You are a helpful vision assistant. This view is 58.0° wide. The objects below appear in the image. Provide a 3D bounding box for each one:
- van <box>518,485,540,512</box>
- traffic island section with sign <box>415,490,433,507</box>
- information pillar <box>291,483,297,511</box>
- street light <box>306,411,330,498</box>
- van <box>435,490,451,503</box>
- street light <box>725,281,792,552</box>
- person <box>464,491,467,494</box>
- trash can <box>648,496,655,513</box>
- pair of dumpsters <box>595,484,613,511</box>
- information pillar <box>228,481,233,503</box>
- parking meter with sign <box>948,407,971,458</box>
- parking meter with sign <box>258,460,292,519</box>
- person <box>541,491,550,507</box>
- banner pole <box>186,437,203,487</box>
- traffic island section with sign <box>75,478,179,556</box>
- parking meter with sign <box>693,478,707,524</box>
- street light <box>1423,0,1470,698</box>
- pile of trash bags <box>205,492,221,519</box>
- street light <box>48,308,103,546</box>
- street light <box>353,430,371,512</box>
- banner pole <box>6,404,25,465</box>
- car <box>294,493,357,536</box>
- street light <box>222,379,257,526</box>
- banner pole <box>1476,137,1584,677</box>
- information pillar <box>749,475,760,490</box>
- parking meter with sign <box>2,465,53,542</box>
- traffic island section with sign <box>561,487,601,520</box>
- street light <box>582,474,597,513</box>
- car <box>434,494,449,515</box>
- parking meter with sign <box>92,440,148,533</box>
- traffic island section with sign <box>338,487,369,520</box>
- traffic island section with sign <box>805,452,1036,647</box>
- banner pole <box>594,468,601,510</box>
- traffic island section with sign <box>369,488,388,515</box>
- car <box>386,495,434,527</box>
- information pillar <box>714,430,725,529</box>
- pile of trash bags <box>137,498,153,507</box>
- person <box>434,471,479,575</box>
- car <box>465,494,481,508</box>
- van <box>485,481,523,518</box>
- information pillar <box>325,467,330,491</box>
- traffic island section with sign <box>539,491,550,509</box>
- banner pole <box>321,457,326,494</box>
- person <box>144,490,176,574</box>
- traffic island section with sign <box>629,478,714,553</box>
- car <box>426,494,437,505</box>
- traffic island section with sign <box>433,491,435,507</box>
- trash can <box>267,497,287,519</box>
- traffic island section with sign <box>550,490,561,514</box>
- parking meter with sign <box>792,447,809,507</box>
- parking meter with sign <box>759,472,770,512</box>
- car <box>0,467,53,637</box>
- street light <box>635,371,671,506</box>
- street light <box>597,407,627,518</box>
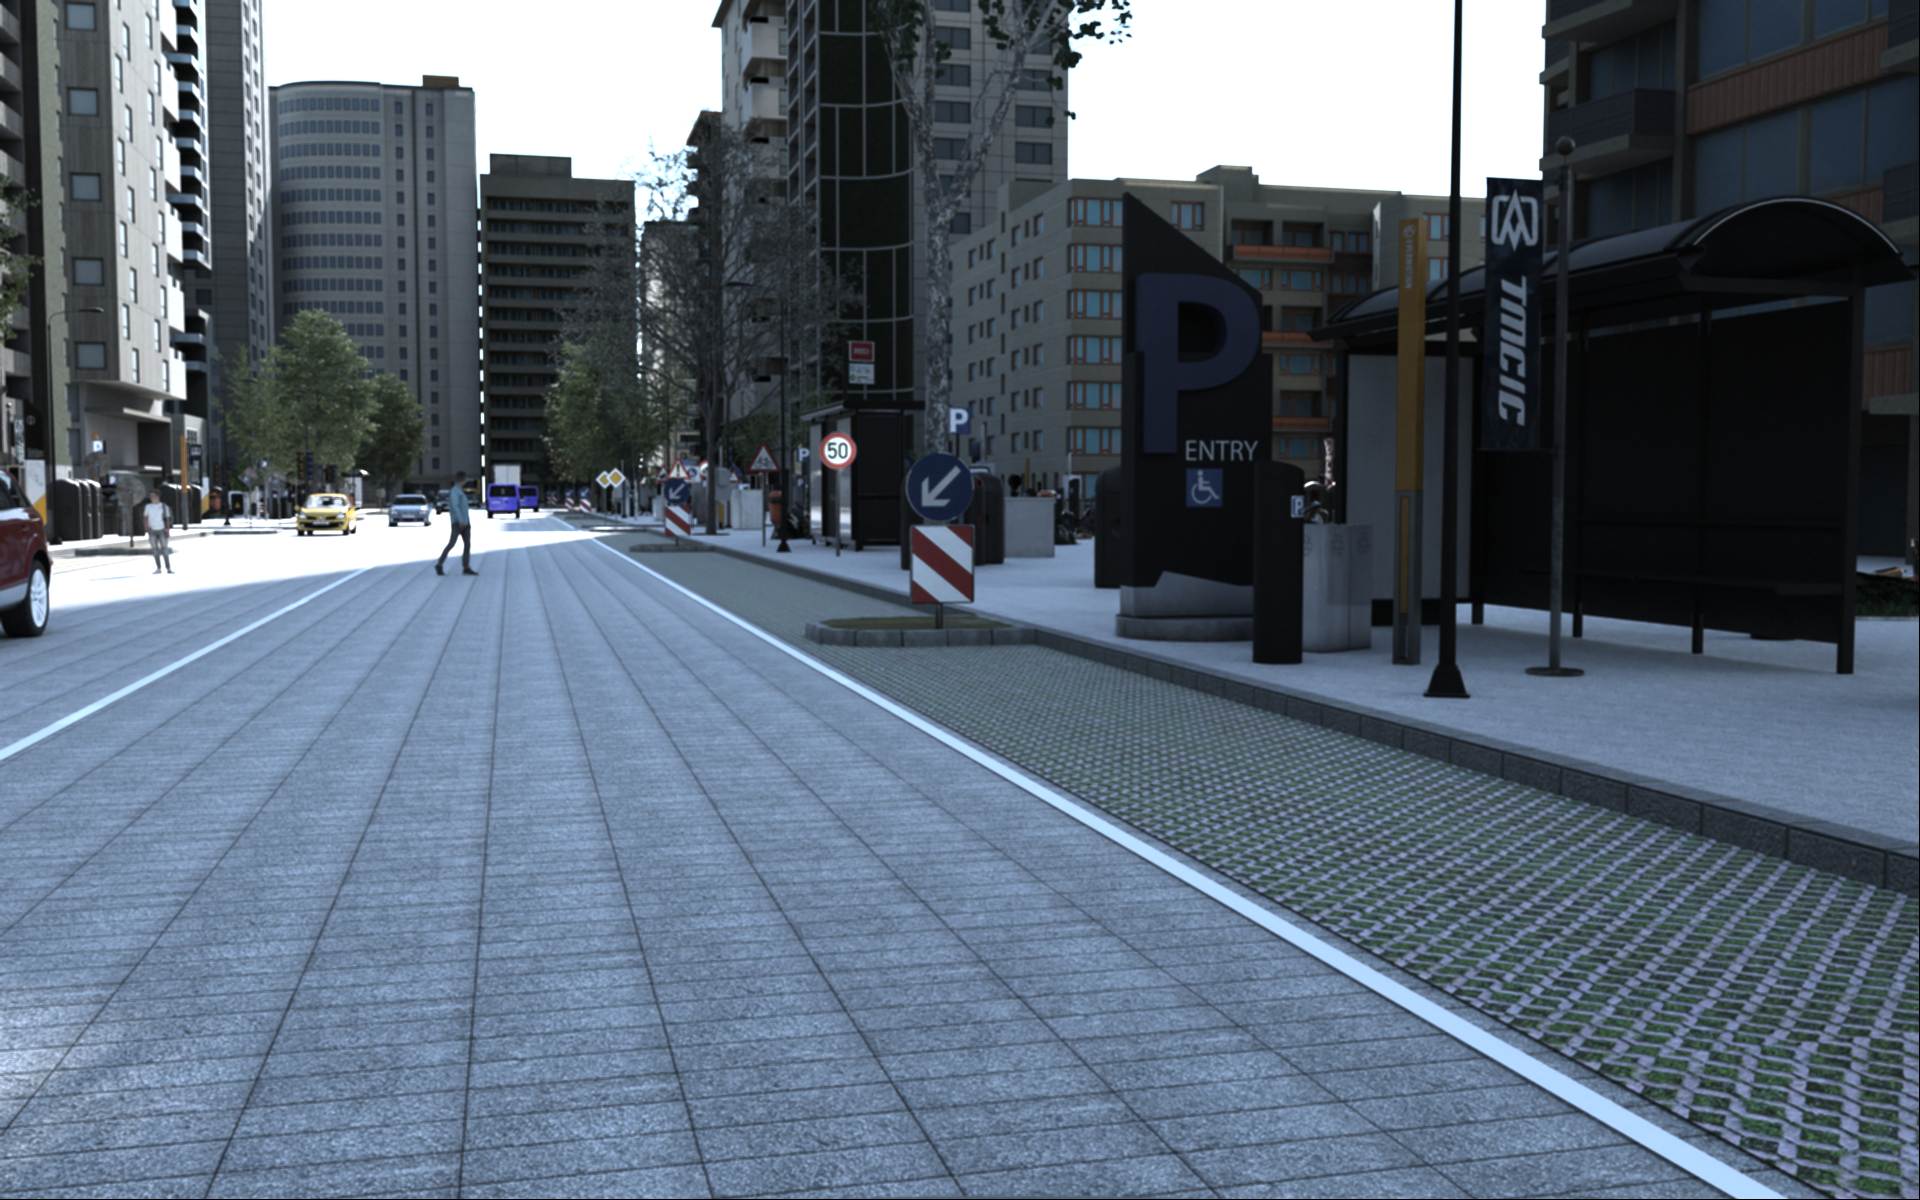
[{"bbox_3d":[-34.698,-8.191,138.299,2.240,2.365,5.245,-1,4,-16],"label":"van"},{"bbox_3d":[-52.808,-9.822,169.218,1.989,1.847,2.006,-1,4,-14],"label":"traffic island section with sign"},{"bbox_3d":[-46.032,-7.049,119.747,0.304,2.012,0.304,-1,4,-16],"label":"information pillar"},{"bbox_3d":[-36.061,-7.626,97.227,1.470,5.913,1.316,-1,4,-14],"label":"street light"},{"bbox_3d":[-50.769,-10.018,170.801,2.013,2.044,4.112,-1,4,-16],"label":"van"},{"bbox_3d":[-4.427,-4.006,38.039,1.470,5.913,1.316,-1,4,-14],"label":"street light"},{"bbox_3d":[-55.078,-11.287,193.184,0.705,1.807,1.348,3,4,36],"label":"person"},{"bbox_3d":[-20.351,-6.315,114.896,0.748,1.137,0.748,0,3,0],"label":"trash can"},{"bbox_3d":[-26.381,-7.759,129.351,1.574,2.255,4.437,-1,4,-14],"label":"pair of dumpsters"},{"bbox_3d":[-40.755,-5.641,96.727,0.304,2.012,0.304,-1,4,-16],"label":"information pillar"},{"bbox_3d":[-0.379,-2.397,35.459,0.543,3.016,1.738,-2,4,-24],"label":"parking meter with sign"},{"bbox_3d":[-35.014,-5.651,88.661,1.738,3.016,0.543,1,4,21],"label":"parking meter with sign"},{"bbox_3d":[-45.167,-11.003,189.115,1.217,1.743,0.721,-3,5,-42],"label":"person"},{"bbox_3d":[-33.937,-5.296,76.614,0.863,3.779,0.401,-2,4,-33],"label":"banner pole"},{"bbox_3d":[-19.715,-1.986,41.107,1.989,1.847,2.006,-1,4,-14],"label":"traffic island section with sign"},{"bbox_3d":[-10.795,-4.762,74.114,0.543,3.016,1.738,1,4,11],"label":"parking meter with sign"},{"bbox_3d":[2.575,-2.336,10.728,1.470,5.913,1.316,-1,4,-14],"label":"street light"},{"bbox_3d":[-39.300,-4.865,89.294,1.912,1.369,3.447,1,4,12],"label":"pile of trash bags"},{"bbox_3d":[-22.086,-4.326,43.265,1.470,5.913,1.316,-1,4,-14],"label":"street light"},{"bbox_3d":[-43.103,-9.307,124.716,1.470,5.913,1.316,-1,4,-14],"label":"street light"},{"bbox_3d":[-26.265,-3.562,48.259,0.401,3.779,0.863,1,4,19],"label":"banner pole"},{"bbox_3d":[-22.175,-3.085,60.671,2.015,1.641,3.980,-1,4,-14],"label":"car"},{"bbox_3d":[-29.079,-5.957,69.933,1.470,5.913,1.316,-1,4,-14],"label":"street light"},{"bbox_3d":[4.019,-1.356,12.180,0.863,3.779,0.401,-1,4,-16],"label":"banner pole"},{"bbox_3d":[-7.751,-3.727,65.421,0.304,2.012,0.304,1,4,19],"label":"information pillar"},{"bbox_3d":[-25.083,-3.037,45.912,1.738,3.016,0.543,-1,4,-22],"label":"parking meter with sign"},{"bbox_3d":[-21.287,-5.445,97.647,1.989,1.847,2.006,-1,4,-14],"label":"traffic island section with sign"},{"bbox_3d":[-25.450,-8.966,119.142,1.470,5.913,1.316,-1,4,-14],"label":"street light"},{"bbox_3d":[-35.474,-6.756,120.247,2.009,1.686,4.222,-1,4,-14],"label":"car"},{"bbox_3d":[-27.484,-3.705,56.845,0.543,3.016,1.738,2,4,27],"label":"parking meter with sign"},{"bbox_3d":[-33.410,-5.228,94.112,1.989,1.847,2.006,-1,4,-14],"label":"traffic island section with sign"},{"bbox_3d":[-0.475,-0.516,17.066,1.989,1.847,2.006,-1,4,-14],"label":"traffic island section with sign"},{"bbox_3d":[-29.609,-9.309,142.211,0.863,3.779,0.401,0,4,-6],"label":"banner pole"},{"bbox_3d":[-40.217,-6.841,120.474,1.989,1.847,2.006,-1,4,-14],"label":"traffic island section with sign"},{"bbox_3d":[-24.574,-4.004,77.465,2.014,1.417,4.499,-1,4,-15],"label":"car"},{"bbox_3d":[-8.820,-4.374,62.868,0.504,3.616,0.183,0,4,-3],"label":"information pillar"},{"bbox_3d":[-48.797,-5.750,103.766,3.447,1.369,1.912,0,4,-5],"label":"pile of trash bags"},{"bbox_3d":[-8.889,-1.360,30.595,0.748,1.841,0.638,1,4,10],"label":"person"},{"bbox_3d":[-50.999,-10.329,180.670,2.131,1.459,4.920,-1,4,-13],"label":"car"},{"bbox_3d":[-27.370,-6.088,103.923,2.240,2.365,5.245,-1,4,-13],"label":"van"},{"bbox_3d":[-51.397,-9.129,140.617,0.504,3.616,0.183,1,4,14],"label":"information pillar"},{"bbox_3d":[-40.419,-9.975,171.711,1.989,1.847,2.006,-1,4,-14],"label":"traffic island section with sign"},{"bbox_3d":[-43.031,-7.775,117.133,0.401,3.779,0.863,0,4,0],"label":"banner pole"},{"bbox_3d":[-14.402,-1.229,31.190,0.503,1.515,0.523,-3,5,-41],"label":"person"},{"bbox_3d":[-7.226,-2.112,43.165,1.989,1.847,2.006,-1,4,-14],"label":"traffic island section with sign"},{"bbox_3d":[-62.297,-11.941,205.025,2.009,1.686,4.222,-1,4,-14],"label":"car"},{"bbox_3d":[-59.615,-11.436,195.606,1.989,1.847,2.006,-1,4,-14],"label":"traffic island section with sign"},{"bbox_3d":[-34.387,-4.642,87.551,0.748,1.137,0.748,0,3,0],"label":"trash can"},{"bbox_3d":[-28.161,-7.073,124.278,1.989,1.847,2.006,-1,4,-14],"label":"traffic island section with sign"},{"bbox_3d":[-6.066,-4.245,65.667,0.543,3.016,1.738,-1,4,-15],"label":"parking meter with sign"},{"bbox_3d":[-14.255,-7.995,126.978,0.543,3.016,1.738,2,4,25],"label":"parking meter with sign"},{"bbox_3d":[-9.887,-0.431,15.723,2.281,1.827,5.304,-1,4,-13],"label":"car"},{"bbox_3d":[-11.579,-5.689,65.557,1.470,5.913,1.316,-1,4,-14],"label":"street light"},{"bbox_3d":[-18.488,-7.330,92.392,1.470,5.913,1.316,-1,4,-14],"label":"street light"}]
